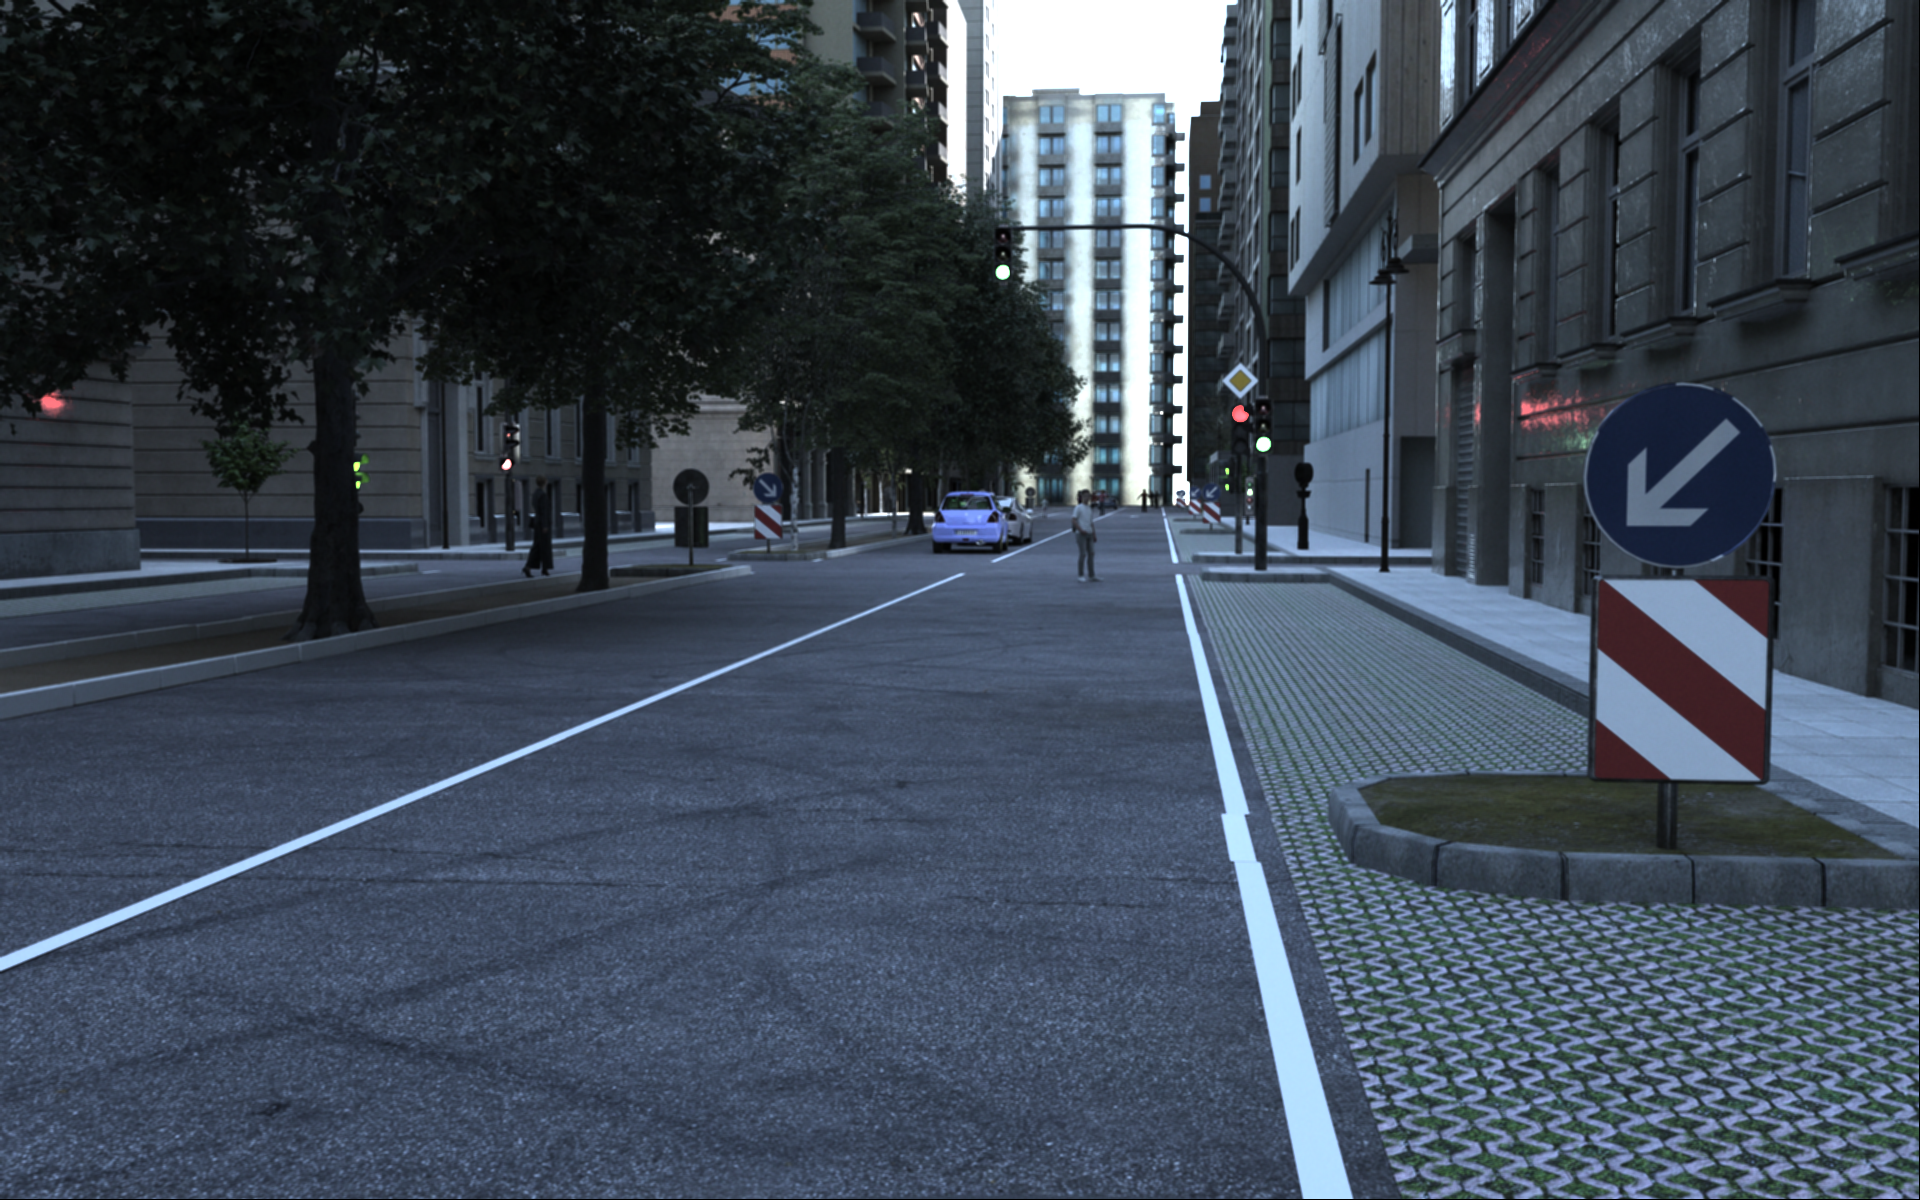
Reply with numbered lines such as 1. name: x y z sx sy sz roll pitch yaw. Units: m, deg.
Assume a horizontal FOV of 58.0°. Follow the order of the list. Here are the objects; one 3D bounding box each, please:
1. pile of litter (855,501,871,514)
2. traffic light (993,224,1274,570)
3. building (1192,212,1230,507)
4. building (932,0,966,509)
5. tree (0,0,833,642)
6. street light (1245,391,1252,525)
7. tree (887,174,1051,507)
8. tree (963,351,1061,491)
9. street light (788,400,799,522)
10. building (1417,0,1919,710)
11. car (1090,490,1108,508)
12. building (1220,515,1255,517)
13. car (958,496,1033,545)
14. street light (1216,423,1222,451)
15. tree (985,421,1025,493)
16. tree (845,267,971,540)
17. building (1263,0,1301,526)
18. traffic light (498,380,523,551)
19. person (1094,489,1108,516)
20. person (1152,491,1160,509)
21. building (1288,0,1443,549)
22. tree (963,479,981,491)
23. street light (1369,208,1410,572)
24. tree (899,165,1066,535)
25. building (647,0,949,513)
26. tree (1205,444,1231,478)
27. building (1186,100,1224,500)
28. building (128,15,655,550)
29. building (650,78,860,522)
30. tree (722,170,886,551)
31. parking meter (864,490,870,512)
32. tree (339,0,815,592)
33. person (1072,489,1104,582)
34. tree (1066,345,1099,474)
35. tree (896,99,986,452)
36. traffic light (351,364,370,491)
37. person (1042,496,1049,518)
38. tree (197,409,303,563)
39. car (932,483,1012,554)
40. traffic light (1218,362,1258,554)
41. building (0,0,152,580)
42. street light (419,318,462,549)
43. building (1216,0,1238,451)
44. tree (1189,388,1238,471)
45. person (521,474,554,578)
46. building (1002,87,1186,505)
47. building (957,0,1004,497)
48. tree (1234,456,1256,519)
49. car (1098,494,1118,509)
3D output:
1. pile of litter: -6.405 -5.841 109.472 1.719 0.858 1.176 1 4 17
2. traffic light: 2.954 -3.334 29.179 4.771 5.953 1.251 0 4 7
3. building: 31.106 -24.905 178.890 14.160 30.474 14.107 0 4 7
4. building: -7.108 -30.569 149.915 14.600 45.320 14.200 0 4 7
5. tree: -6.132 -5.954 16.821 9.611 12.733 9.660 0 3 0
6. street light: 12.090 -6.106 72.624 0.468 5.910 1.993 0 4 7
7. tree: -0.699 -9.837 69.952 9.857 13.997 8.962 0 3 0
8. tree: 0.506 -8.723 79.495 8.767 10.594 7.601 0 4 7
9. street light: -7.627 -6.464 78.467 0.468 5.910 1.993 0 4 7
10. building: 13.320 -10.976 12.747 16.112 22.955 30.059 0 4 7
11. car: 14.594 -10.471 179.878 2.281 1.827 5.304 0 4 5
12. building: 25.139 -40.398 98.759 20.563 71.187 20.611 0 4 7
13. car: 1.013 -2.287 49.750 2.083 1.381 4.827 0 4 7
14. street light: 16.520 -8.425 110.532 0.468 5.910 1.993 0 4 7
15. tree: 1.602 -8.129 85.727 4.737 8.622 4.395 0 3 0
16. tree: -1.986 -6.080 52.231 4.737 8.622 4.395 0 3 0
17. building: 20.153 -18.556 75.096 14.160 30.474 14.107 0 4 7
18. traffic light: -8.015 -3.912 38.635 4.771 5.953 1.251 0 4 7
19. person: 9.443 -6.513 115.702 0.721 1.743 1.217 -3 5 -42
20. person: 19.369 -9.911 171.264 0.721 1.735 1.217 3 5 45
21. building: 23.515 -28.088 48.475 27.495 52.752 28.713 0 4 7
22. tree: 1.322 -10.219 161.676 1.663 3.219 1.824 0 3 0
23. street light: 6.998 -3.400 28.376 0.468 5.910 1.993 0 4 7
24. tree: -1.521 -8.608 60.205 9.611 12.733 9.660 0 3 0
25. building: -12.654 -28.999 128.750 22.147 44.769 28.867 0 4 7
26. tree: 17.788 -7.975 114.101 4.285 4.588 4.351 0 3 0
27. building: 33.458 -33.632 199.993 14.200 45.320 14.600 0 4 7
28. building: -17.676 -16.107 49.257 13.634 28.700 20.117 0 4 7
29. building: -12.562 -13.972 79.356 10.553 20.767 40.483 0 4 7
30. tree: -3.765 -5.298 39.448 4.360 8.622 3.978 0 3 0
31. parking meter: -6.045 -6.389 112.876 0.372 1.533 0.369 0 3 0
32. tree: -5.409 -6.413 25.432 7.486 12.596 7.792 0 3 0
33. person: 2.068 -1.054 28.322 0.523 1.515 0.503 1 4 16
34. tree: 2.586 -10.618 93.068 9.611 12.733 9.660 0 3 0
35. tree: -3.245 -7.629 45.320 7.486 12.596 7.792 0 3 0
36. traffic light: -11.015 -2.568 30.905 0.839 4.253 0.868 0 4 7
37. person: 5.119 -5.604 104.410 0.425 1.301 0.394 -1 4 -17
38. tree: -13.525 -2.320 32.529 1.663 3.219 1.824 0 3 0
39. car: 0.290 -2.046 43.042 1.945 1.707 3.694 0 4 5
40. traffic light: 5.955 -2.942 37.015 0.839 4.253 0.868 0 4 7
41. building: -31.285 -12.619 25.398 34.723 24.649 14.460 0 4 7
42. street light: -12.018 -4.130 40.307 0.468 5.910 1.993 0 4 7
43. building: 34.595 -32.769 155.375 23.786 49.044 30.456 0 4 7
44. tree: 17.980 -10.307 118.877 4.360 8.622 3.978 0 3 0
45. person: -7.207 -1.273 29.728 0.576 1.772 0.534 2 4 31
46. building: 11.433 -35.924 206.961 30.456 49.044 23.786 0 4 7
47. building: -6.606 -45.344 179.628 20.611 71.187 20.563 0 4 7
48. tree: 14.526 -5.772 88.981 1.663 3.219 1.824 0 3 0
49. car: 13.915 -9.233 162.969 2.014 1.417 4.499 0 4 7
